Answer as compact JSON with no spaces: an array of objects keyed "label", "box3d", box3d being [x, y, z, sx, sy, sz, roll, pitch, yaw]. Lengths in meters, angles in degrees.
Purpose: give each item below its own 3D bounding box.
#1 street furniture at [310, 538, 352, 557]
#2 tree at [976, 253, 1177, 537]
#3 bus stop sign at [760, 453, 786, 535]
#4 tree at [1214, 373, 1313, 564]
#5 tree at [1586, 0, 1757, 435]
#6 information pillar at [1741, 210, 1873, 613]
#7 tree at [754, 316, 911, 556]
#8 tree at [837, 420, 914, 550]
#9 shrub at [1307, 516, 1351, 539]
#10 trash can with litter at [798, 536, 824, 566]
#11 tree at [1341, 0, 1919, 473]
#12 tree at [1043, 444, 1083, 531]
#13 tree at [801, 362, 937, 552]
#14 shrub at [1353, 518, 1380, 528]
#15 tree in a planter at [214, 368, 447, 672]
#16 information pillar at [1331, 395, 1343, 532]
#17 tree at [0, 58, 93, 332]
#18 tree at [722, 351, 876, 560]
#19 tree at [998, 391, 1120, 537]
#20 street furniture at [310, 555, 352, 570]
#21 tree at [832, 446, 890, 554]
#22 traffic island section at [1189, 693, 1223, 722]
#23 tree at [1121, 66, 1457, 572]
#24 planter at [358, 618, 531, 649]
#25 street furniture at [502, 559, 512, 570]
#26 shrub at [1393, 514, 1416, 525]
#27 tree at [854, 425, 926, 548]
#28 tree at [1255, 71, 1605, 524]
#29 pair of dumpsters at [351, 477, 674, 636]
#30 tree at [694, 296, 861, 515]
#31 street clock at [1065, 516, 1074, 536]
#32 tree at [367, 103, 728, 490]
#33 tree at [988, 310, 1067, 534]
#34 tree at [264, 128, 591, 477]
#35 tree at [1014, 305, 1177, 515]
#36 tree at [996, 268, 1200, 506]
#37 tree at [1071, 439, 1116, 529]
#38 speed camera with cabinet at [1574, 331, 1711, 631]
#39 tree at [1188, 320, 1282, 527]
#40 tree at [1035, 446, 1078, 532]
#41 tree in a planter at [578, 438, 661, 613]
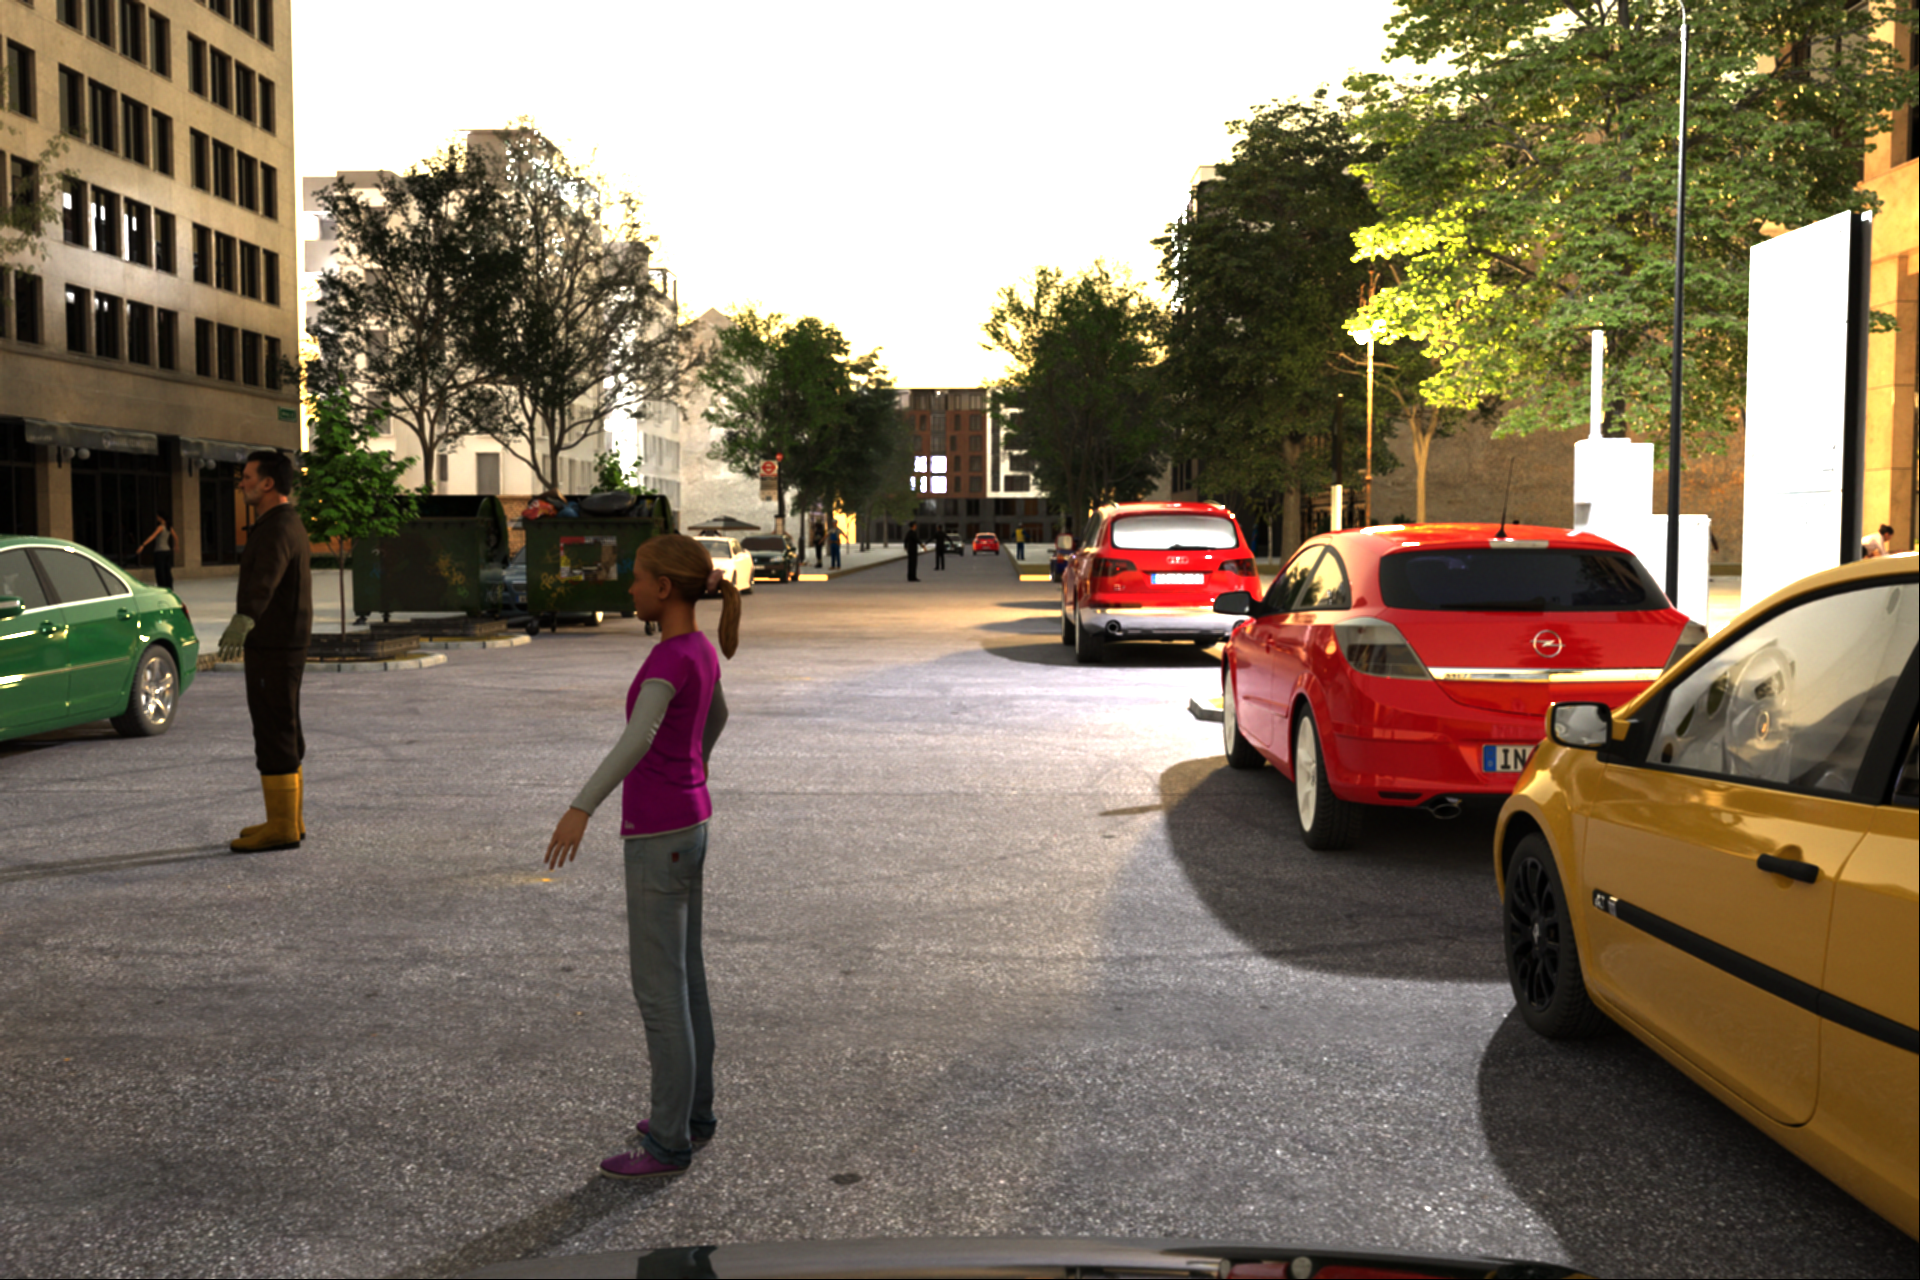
[{"label":"street furniture","box3d":[-24.636,-3.932,71.149,11.010,1.723,9.812,2,4,25]},{"label":"tree","box3d":[4.369,-8.546,65.488,9.928,11.665,9.643,0,3,0]},{"label":"bus stop sign","box3d":[-6.171,-4.190,57.210,0.855,3.939,0.416,0,4,3]},{"label":"tree","box3d":[12.923,-7.476,72.598,4.737,8.622,4.395,0,3,0]},{"label":"tree","box3d":[26.649,-12.417,58.901,12.611,20.169,13.585,0,3,0]},{"label":"information pillar","box3d":[6.542,-1.355,13.466,0.184,3.620,1.656,0,4,1]},{"label":"tree","box3d":[-7.542,-11.881,100.913,9.857,13.997,8.962,0,3,0]},{"label":"tree","box3d":[-7.252,-13.043,139.011,9.928,11.665,9.643,0,3,0]},{"label":"shrub","box3d":[13.812,-3.696,64.466,1.661,2.075,1.752,0,3,0]},{"label":"trash can with litter","box3d":[-6.271,-3.624,70.303,1.678,1.210,2.233,0,4,3]},{"label":"tree","box3d":[8.798,-6.419,23.084,7.486,12.596,7.792,0,3,0]},{"label":"tree","box3d":[8.532,-11.186,133.245,4.737,8.622,4.395,0,3,0]},{"label":"tree","box3d":[-6.835,-13.017,123.202,12.009,13.543,11.850,0,3,0]},{"label":"shrub","box3d":[16.893,-4.080,71.133,1.690,2.028,1.600,0,3,0]},{"label":"tree in a planter","box3d":[-6.751,-1.324,18.862,1.991,3.239,1.994,0,4,1]},{"label":"information pillar","box3d":[6.409,-2.332,29.486,0.183,3.616,0.504,0,4,1]},{"label":"tree","box3d":[-12.871,-4.224,19.417,4.360,8.622,3.978,0,3,0]},{"label":"tree","box3d":[-7.894,-9.199,84.824,8.767,10.594,7.601,1,4,11]},{"label":"tree","box3d":[7.688,-12.537,115.351,12.009,13.543,11.850,0,3,0]},{"label":"street furniture","box3d":[-23.756,-2.923,63.420,10.072,0.657,5.734,0,4,3]},{"label":"tree","box3d":[-6.922,-9.752,109.814,4.737,8.622,4.395,0,3,0]},{"label":"traffic island section","box3d":[2.863,0.554,13.813,1.991,0.108,1.994,0,4,2]},{"label":"tree","box3d":[9.218,-8.674,48.467,9.857,13.997,8.962,0,3,0]},{"label":"planter","box3d":[-6.690,-0.083,22.498,1.991,0.319,1.994,0,4,1]},{"label":"street furniture","box3d":[-12.239,-2.522,56.853,5.734,0.657,10.072,2,4,25]},{"label":"shrub","box3d":[16.404,-3.688,64.345,1.661,2.075,1.752,0,3,0]},{"label":"tree","box3d":[-7.111,-14.602,156.874,7.486,12.596,7.792,0,3,0]},{"label":"tree","box3d":[9.401,-6.213,36.001,7.601,10.594,8.767,-2,4,-33]},{"label":"pair of dumpsters","box3d":[-6.397,-1.215,24.818,4.436,2.255,1.574,0,4,2]},{"label":"tree","box3d":[-7.986,-9.217,76.460,9.928,11.665,9.643,0,3,0]},{"label":"street clock","box3d":[4.420,-4.009,70.117,0.358,2.002,0.471,0,4,1]},{"label":"tree","box3d":[-12.012,-8.570,50.495,12.009,13.543,11.850,0,3,0]},{"label":"tree","box3d":[8.292,-17.714,145.508,12.611,20.169,13.585,0,3,0]},{"label":"tree","box3d":[-11.821,-6.405,39.128,7.601,10.594,8.767,-3,5,-41]},{"label":"tree","box3d":[7.433,-11.391,92.894,9.857,13.997,8.962,0,3,0]},{"label":"tree","box3d":[6.775,-10.446,81.164,12.009,13.543,11.850,0,3,0]},{"label":"tree","box3d":[7.516,-9.540,106.334,4.737,8.622,4.395,0,3,0]},{"label":"speed camera with cabinet","box3d":[6.384,-1.342,16.276,0.660,3.252,2.038,0,4,1]},{"label":"tree","box3d":[9.255,-6.612,58.475,4.737,8.622,4.395,0,3,0]},{"label":"tree","box3d":[7.739,-10.780,126.618,4.737,8.622,4.395,0,3,0]},{"label":"tree in a planter","box3d":[-6.469,-2.155,32.451,1.991,3.239,1.994,0,4,1]}]
